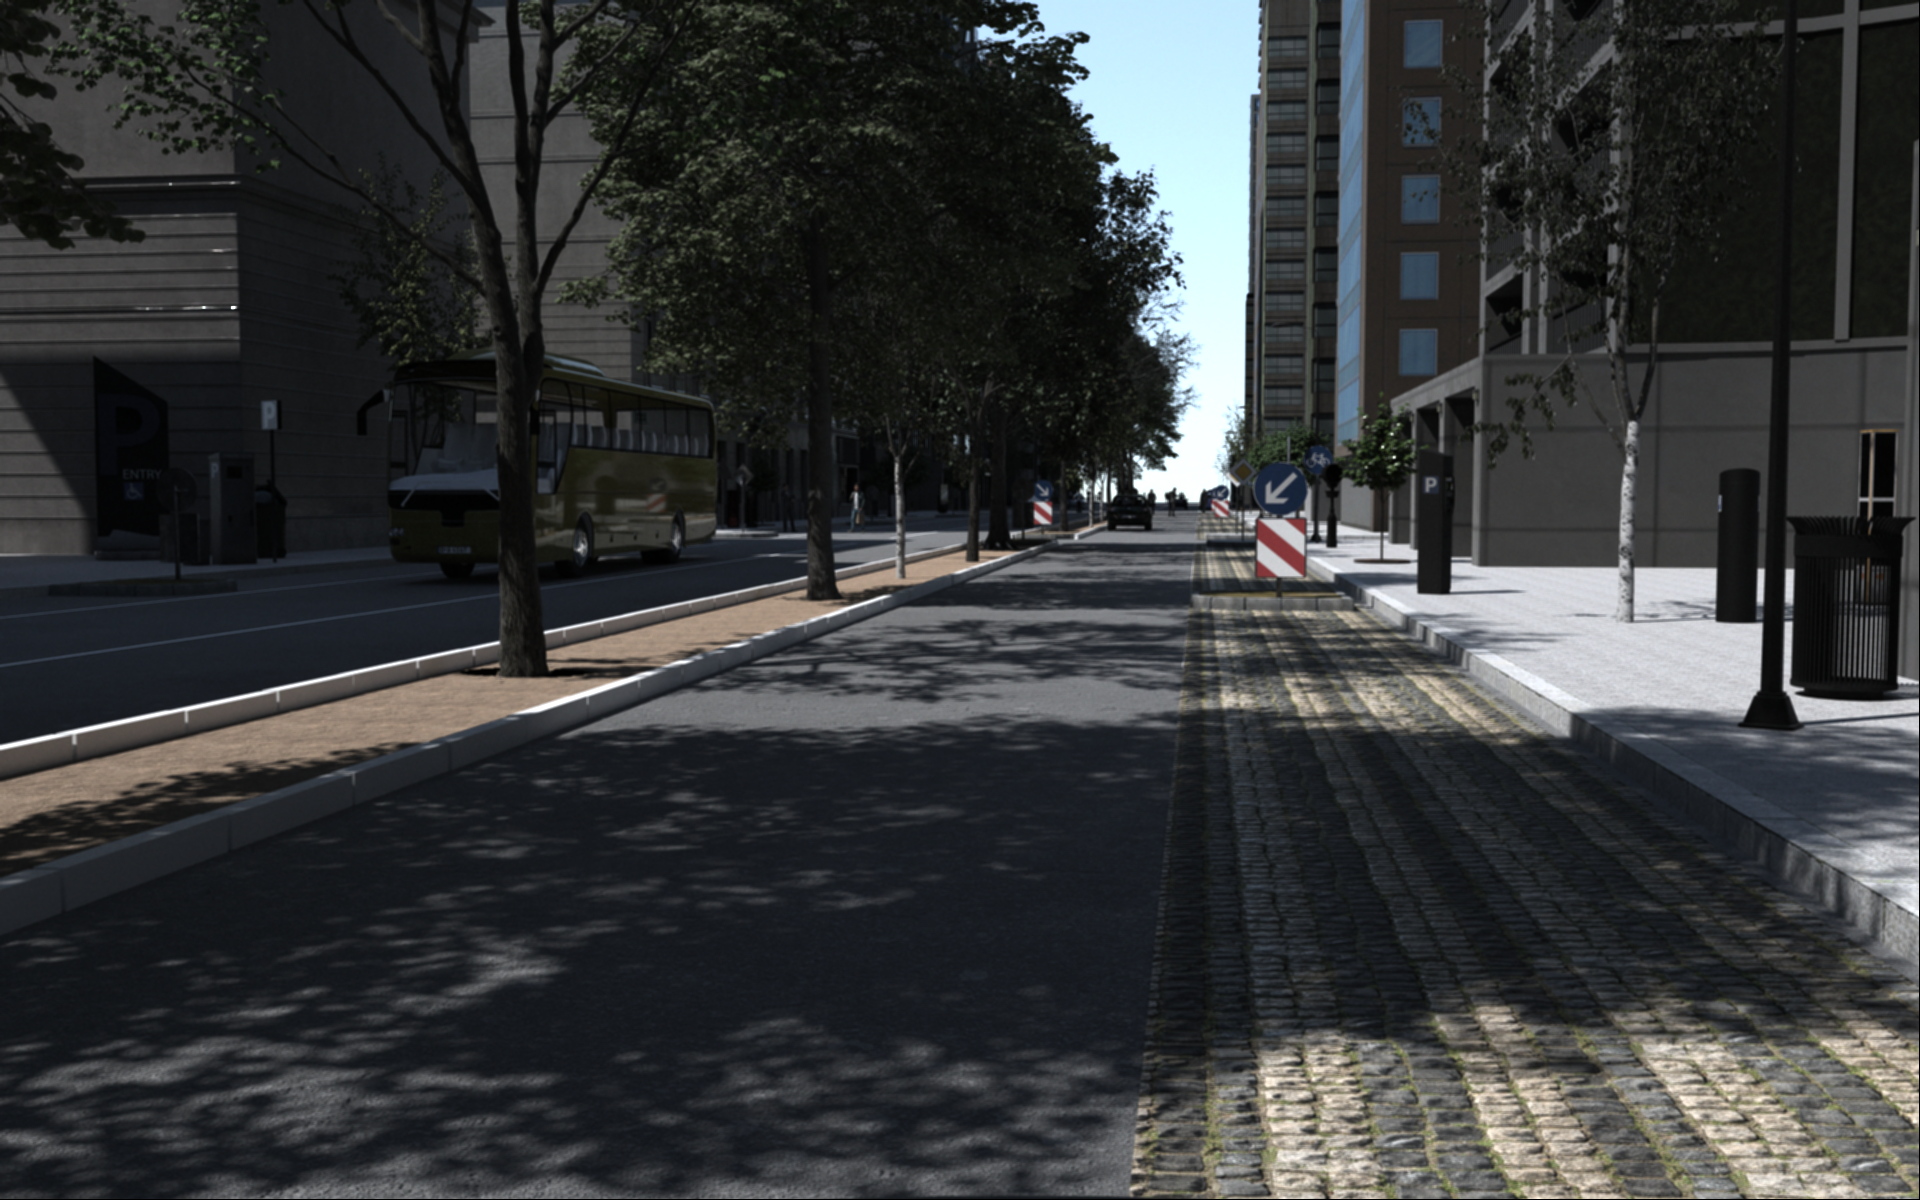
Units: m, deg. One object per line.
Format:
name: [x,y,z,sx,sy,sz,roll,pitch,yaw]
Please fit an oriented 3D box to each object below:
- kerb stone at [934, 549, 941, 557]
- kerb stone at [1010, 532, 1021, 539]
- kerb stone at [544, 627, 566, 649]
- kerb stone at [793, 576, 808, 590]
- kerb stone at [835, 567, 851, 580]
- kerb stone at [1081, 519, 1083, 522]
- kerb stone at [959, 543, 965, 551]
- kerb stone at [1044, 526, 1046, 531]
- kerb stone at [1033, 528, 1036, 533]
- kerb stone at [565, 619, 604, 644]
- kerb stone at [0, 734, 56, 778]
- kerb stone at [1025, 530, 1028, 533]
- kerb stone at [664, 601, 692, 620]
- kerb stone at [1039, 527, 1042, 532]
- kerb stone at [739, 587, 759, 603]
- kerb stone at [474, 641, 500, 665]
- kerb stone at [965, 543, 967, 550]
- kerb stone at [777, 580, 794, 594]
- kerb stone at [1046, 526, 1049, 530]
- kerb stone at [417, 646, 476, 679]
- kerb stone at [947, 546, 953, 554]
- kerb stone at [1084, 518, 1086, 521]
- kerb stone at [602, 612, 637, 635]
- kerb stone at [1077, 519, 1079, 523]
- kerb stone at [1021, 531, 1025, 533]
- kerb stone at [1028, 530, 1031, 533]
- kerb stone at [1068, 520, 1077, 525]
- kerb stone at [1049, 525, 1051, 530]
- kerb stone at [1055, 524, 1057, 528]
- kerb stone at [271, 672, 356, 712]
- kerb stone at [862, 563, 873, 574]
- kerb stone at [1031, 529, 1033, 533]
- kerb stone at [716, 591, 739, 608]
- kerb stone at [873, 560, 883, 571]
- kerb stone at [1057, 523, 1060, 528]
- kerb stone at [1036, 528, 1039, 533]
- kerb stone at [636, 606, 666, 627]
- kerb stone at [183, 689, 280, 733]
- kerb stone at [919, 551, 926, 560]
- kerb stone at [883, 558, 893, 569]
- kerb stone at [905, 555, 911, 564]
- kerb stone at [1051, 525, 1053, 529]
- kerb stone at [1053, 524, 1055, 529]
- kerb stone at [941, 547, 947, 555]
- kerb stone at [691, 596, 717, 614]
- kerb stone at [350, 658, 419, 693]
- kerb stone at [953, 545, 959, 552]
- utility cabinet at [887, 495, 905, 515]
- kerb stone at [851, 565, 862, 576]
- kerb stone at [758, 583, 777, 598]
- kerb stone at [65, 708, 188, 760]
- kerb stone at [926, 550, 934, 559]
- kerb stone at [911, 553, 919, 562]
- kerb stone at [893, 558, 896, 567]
kerb stone: [-0.630,-1.043,39.242,0.120,0.150,1.000,0,4,8]
kerb stone: [1.831,-2.131,57.040,0.120,0.150,1.000,0,4,8]
kerb stone: [-3.871,0.387,15.868,0.120,0.150,1.000,0,4,8]
kerb stone: [-2.462,-0.230,26.012,0.120,0.150,1.000,0,4,8]
kerb stone: [-2.035,-0.420,29.067,0.120,0.150,1.000,0,4,8]
kerb stone: [5.923,-3.932,86.476,0.120,0.150,1.000,0,4,8]
kerb stone: [-0.069,-1.289,43.302,0.120,0.150,1.000,0,4,8]
kerb stone: [3.097,-2.690,66.182,0.120,0.150,1.000,0,4,8]
kerb stone: [2.536,-2.442,62.119,0.120,0.150,1.000,0,4,8]
kerb stone: [-3.727,0.326,16.888,0.120,0.150,1.000,0,4,8]
kerb stone: [-4.864,0.824,8.758,0.120,0.150,1.000,0,4,8]
kerb stone: [2.120,-2.251,59.073,0.120,0.150,1.000,0,4,8]
kerb stone: [-3.314,0.138,19.935,0.120,0.150,1.000,0,4,8]
kerb stone: [2.822,-2.566,64.152,0.120,0.150,1.000,0,4,8]
kerb stone: [-2.882,-0.046,22.971,0.120,0.150,1.000,0,4,8]
kerb stone: [-4.009,0.451,14.855,0.120,0.150,1.000,0,4,8]
kerb stone: [0.073,-1.347,44.317,0.120,0.150,1.000,0,4,8]
kerb stone: [-2.606,-0.164,25.000,0.120,0.150,1.000,0,4,8]
kerb stone: [3.238,-2.753,67.211,0.120,0.150,1.000,0,4,8]
kerb stone: [-4.158,0.511,13.843,0.120,0.150,1.000,0,4,8]
kerb stone: [-0.354,-1.158,41.272,0.120,0.150,1.000,0,4,8]
kerb stone: [6.199,-4.048,88.502,0.120,0.150,1.000,0,4,8]
kerb stone: [-3.581,0.263,17.900,0.120,0.150,1.000,0,4,8]
kerb stone: [5.495,-3.745,83.440,0.120,0.150,1.000,0,4,8]
kerb stone: [1.979,-2.190,58.057,0.120,0.150,1.000,0,4,8]
kerb stone: [2.253,-2.317,60.086,0.120,0.150,1.000,0,4,8]
kerb stone: [5.353,-3.684,82.428,0.120,0.150,1.000,0,4,8]
kerb stone: [3.388,-2.815,68.224,0.120,0.150,1.000,0,4,8]
kerb stone: [3.806,-3.002,71.280,0.120,0.150,1.000,0,4,8]
kerb stone: [-4.434,0.635,11.808,0.120,0.150,1.000,0,4,8]
kerb stone: [-1.761,-0.545,31.099,0.120,0.150,1.000,0,4,8]
kerb stone: [2.394,-2.378,61.102,0.120,0.150,1.000,0,4,8]
kerb stone: [-3.026,0.016,21.959,0.120,0.150,1.000,0,4,8]
kerb stone: [-1.628,-0.606,32.114,0.120,0.150,1.000,0,4,8]
kerb stone: [3.952,-3.060,72.292,0.120,0.150,1.000,0,4,8]
kerb stone: [2.687,-2.504,63.132,0.120,0.150,1.000,0,4,8]
kerb stone: [-3.456,0.200,18.923,0.120,0.150,1.000,0,4,8]
kerb stone: [-4.576,0.702,10.790,0.120,0.150,1.000,0,4,8]
kerb stone: [-0.913,-0.915,37.206,0.120,0.150,1.000,0,4,8]
kerb stone: [-1.483,-0.669,33.128,0.120,0.150,1.000,0,4,8]
kerb stone: [-1.194,-0.793,35.168,0.120,0.150,1.000,0,4,8]
kerb stone: [3.532,-2.877,69.244,0.120,0.150,1.000,0,4,8]
kerb stone: [3.658,-2.940,70.266,0.120,0.150,1.000,0,4,8]
kerb stone: [-0.495,-1.103,40.260,0.120,0.150,1.000,0,4,8]
kerb stone: [-3.170,0.076,20.947,0.120,0.150,1.000,0,4,8]
kerb stone: [-4.306,0.573,12.830,0.120,0.150,1.000,0,4,8]
kerb stone: [-0.210,-1.229,42.284,0.120,0.150,1.000,0,4,8]
utility cabinet: [-3.908,-5.789,105.817,1.020,1.237,0.306,-2,4,-24]
kerb stone: [-1.908,-0.479,30.082,0.120,0.150,1.000,0,4,8]
kerb stone: [-2.745,-0.109,23.984,0.120,0.150,1.000,0,4,8]
kerb stone: [-4.717,0.760,9.769,0.120,0.150,1.000,0,4,8]
kerb stone: [-0.773,-0.980,38.224,0.120,0.150,1.000,0,4,8]
kerb stone: [-1.052,-0.856,36.193,0.120,0.150,1.000,0,4,8]
kerb stone: [-1.345,-0.731,34.141,0.120,0.150,1.000,0,4,8]
